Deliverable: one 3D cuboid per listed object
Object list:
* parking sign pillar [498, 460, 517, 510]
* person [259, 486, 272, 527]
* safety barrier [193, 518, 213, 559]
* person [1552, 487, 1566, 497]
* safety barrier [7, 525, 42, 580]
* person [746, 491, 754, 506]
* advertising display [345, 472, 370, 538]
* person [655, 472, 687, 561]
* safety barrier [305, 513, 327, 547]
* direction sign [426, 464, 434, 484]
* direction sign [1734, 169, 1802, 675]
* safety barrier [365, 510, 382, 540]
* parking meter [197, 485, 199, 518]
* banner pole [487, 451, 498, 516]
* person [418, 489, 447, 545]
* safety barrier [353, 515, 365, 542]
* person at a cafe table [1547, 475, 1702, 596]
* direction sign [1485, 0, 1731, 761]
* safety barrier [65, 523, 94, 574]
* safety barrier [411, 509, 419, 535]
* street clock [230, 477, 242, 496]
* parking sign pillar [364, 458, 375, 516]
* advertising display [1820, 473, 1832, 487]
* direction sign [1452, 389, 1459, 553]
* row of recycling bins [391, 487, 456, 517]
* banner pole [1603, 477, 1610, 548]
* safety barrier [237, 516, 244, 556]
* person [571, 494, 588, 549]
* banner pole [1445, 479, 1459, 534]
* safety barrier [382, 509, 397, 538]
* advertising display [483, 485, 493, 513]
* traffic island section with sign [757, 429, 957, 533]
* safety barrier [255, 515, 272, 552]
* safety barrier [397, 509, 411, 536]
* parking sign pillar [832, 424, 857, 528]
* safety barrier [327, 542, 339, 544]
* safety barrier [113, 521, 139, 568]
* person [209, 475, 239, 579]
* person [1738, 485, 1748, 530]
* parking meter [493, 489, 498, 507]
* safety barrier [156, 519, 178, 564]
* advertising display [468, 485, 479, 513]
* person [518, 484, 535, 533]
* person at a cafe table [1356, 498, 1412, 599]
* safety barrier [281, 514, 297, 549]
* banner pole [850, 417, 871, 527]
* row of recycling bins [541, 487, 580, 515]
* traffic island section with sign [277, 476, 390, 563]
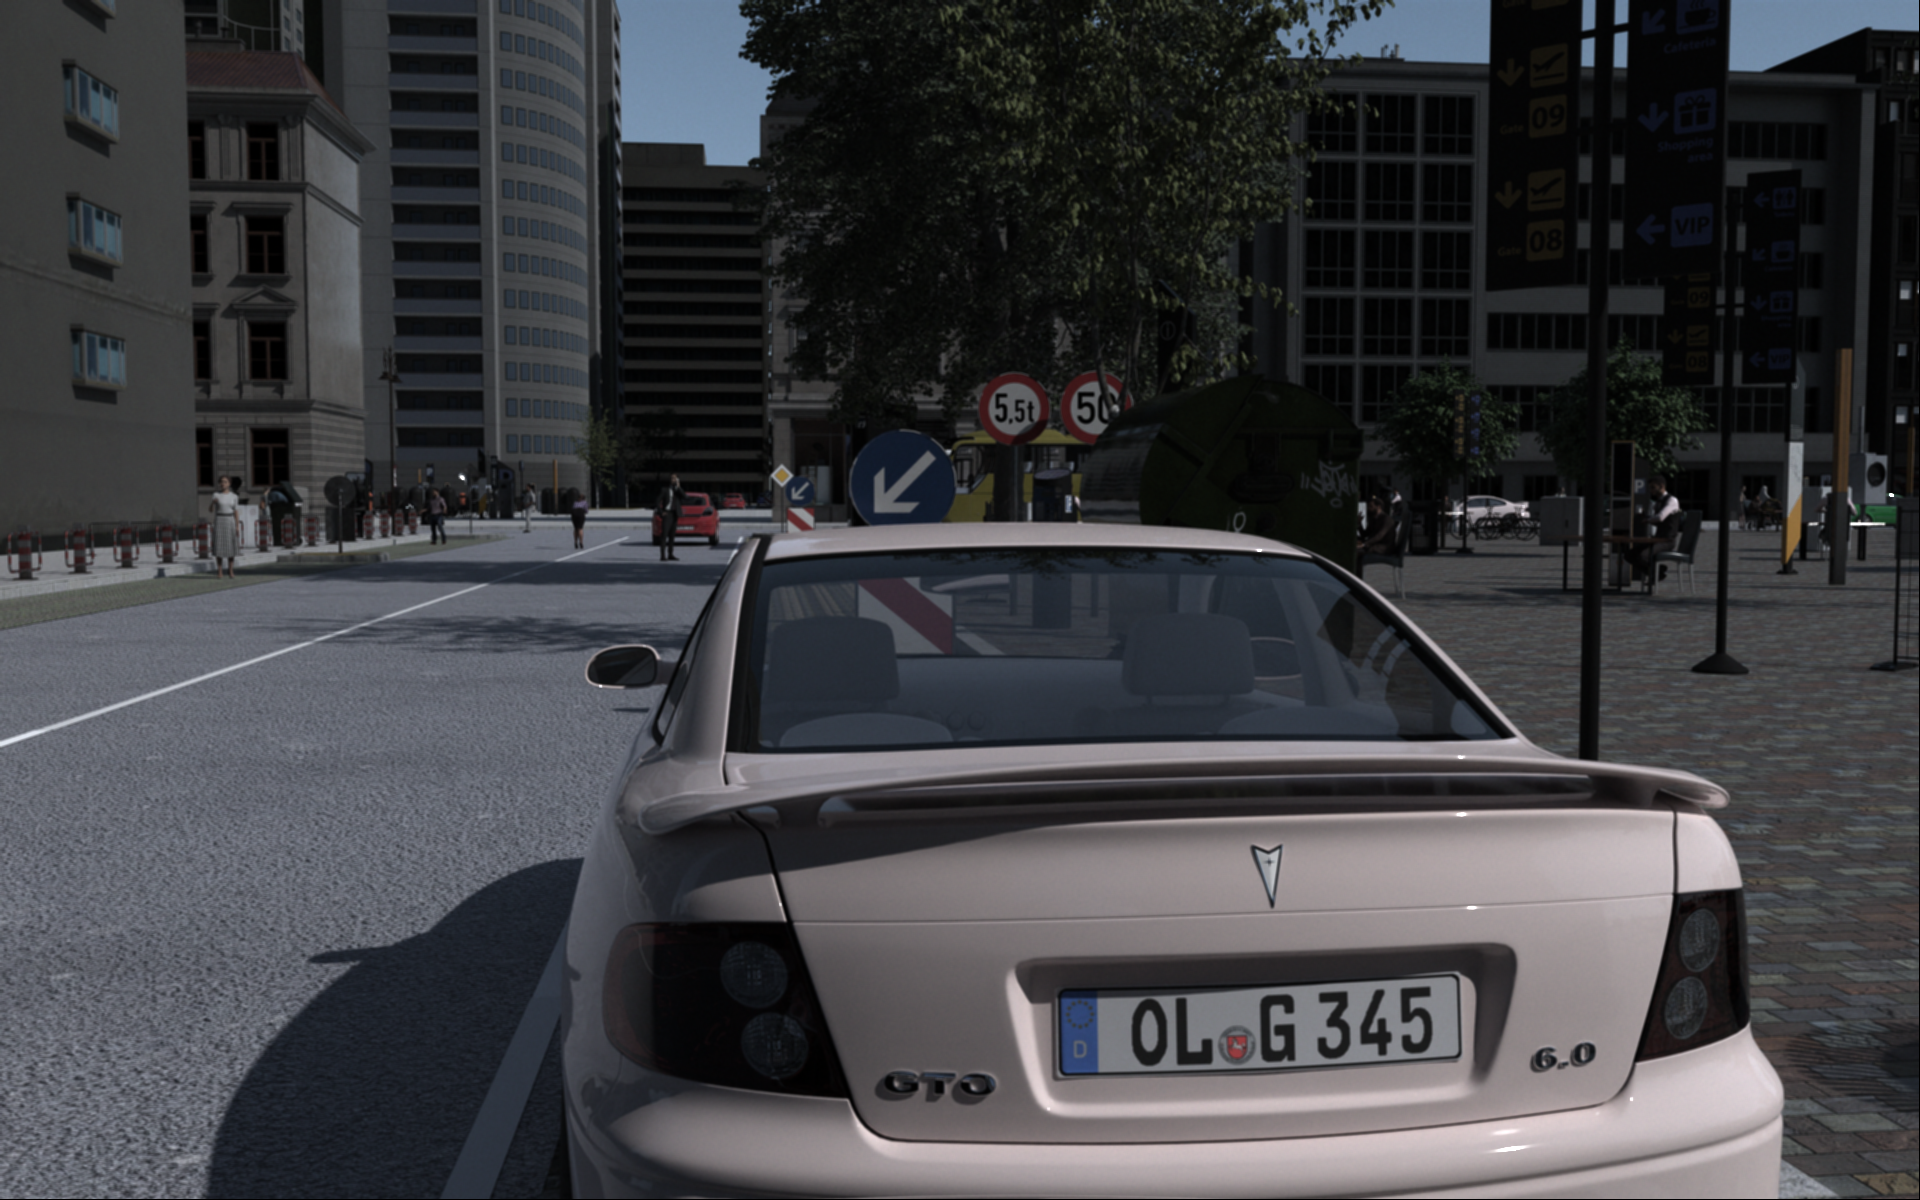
[{"bbox_3d":[-35.569,-9.016,135.887,1.447,3.967,1.447,-1,4,-20],"label":"parking sign pillar"},{"bbox_3d":[-23.421,-2.996,58.495,0.512,1.701,0.522,2,4,24],"label":"person"},{"bbox_3d":[-14.901,-1.213,34.101,0.300,0.817,1.120,0,4,-7],"label":"safety barrier"},{"bbox_3d":[24.702,-3.798,71.321,0.841,1.734,0.376,-1,4,-16],"label":"person"},{"bbox_3d":[-13.942,-0.706,25.824,0.300,0.817,1.120,0,4,-7],"label":"safety barrier"},{"bbox_3d":[-24.928,-12.018,205.077,0.705,1.814,1.350,3,5,40],"label":"person"},{"bbox_3d":[-17.627,-2.781,50.675,0.974,1.923,0.123,2,4,35],"label":"advertising display"},{"bbox_3d":[-6.212,-1.804,37.359,0.648,1.900,0.474,-3,5,-40],"label":"person"},{"bbox_3d":[-15.861,-1.718,42.362,0.300,0.817,1.120,0,4,-7],"label":"safety barrier"},{"bbox_3d":[-39.640,-8.419,129.654,0.876,3.537,0.379,3,4,38],"label":"direction sign"},{"bbox_3d":[5.480,-1.246,12.377,0.876,3.537,0.379,2,4,30],"label":"direction sign"},{"bbox_3d":[-16.576,-2.097,48.561,0.300,0.817,1.120,0,4,-7],"label":"safety barrier"},{"bbox_3d":[-22.105,-2.532,49.809,0.372,1.533,0.369,0,3,0],"label":"parking meter"},{"bbox_3d":[-26.968,-6.712,99.766,0.863,3.779,0.401,1,4,16],"label":"banner pole"},{"bbox_3d":[-14.601,-2.311,48.248,0.963,1.587,0.435,1,4,17],"label":"person"},{"bbox_3d":[-16.338,-1.971,46.494,0.300,0.817,1.120,0,4,-7],"label":"safety barrier"},{"bbox_3d":[8.680,-0.847,22.371,1.622,1.524,1.698,0,4,0],"label":"person at a cafe table"},{"bbox_3d":[2.353,-0.880,6.393,0.876,3.537,0.379,3,5,43],"label":"direction sign"},{"bbox_3d":[-14.182,-0.833,27.901,0.300,0.817,1.120,0,4,-7],"label":"safety barrier"},{"bbox_3d":[-17.301,-2.477,54.770,0.300,0.817,1.120,0,4,-7],"label":"safety barrier"},{"bbox_3d":[-29.997,-4.106,71.710,0.358,2.002,0.471,3,4,38],"label":"street clock"},{"bbox_3d":[-34.587,-6.824,100.044,1.447,3.967,1.447,-1,4,-14],"label":"parking sign pillar"},{"bbox_3d":[27.000,-2.980,53.943,0.123,1.923,0.974,0,4,7],"label":"advertising display"},{"bbox_3d":[10.986,-2.790,37.618,0.876,3.537,0.379,-3,4,-36],"label":"direction sign"},{"bbox_3d":[-29.931,-5.484,96.773,3.534,1.692,1.069,-2,4,-35],"label":"row of recycling bins"},{"bbox_3d":[15.613,-3.157,41.626,0.863,3.779,0.401,0,4,-1],"label":"banner pole"},{"bbox_3d":[-15.142,-1.339,36.166,0.300,0.817,1.120,0,4,-7],"label":"safety barrier"},{"bbox_3d":[-9.982,-2.062,45.445,0.421,1.427,0.697,0,4,3],"label":"person"},{"bbox_3d":[15.788,-4.006,55.519,0.401,3.779,0.863,-1,4,-14],"label":"banner pole"},{"bbox_3d":[-16.819,-2.223,50.626,0.300,0.817,1.120,0,4,-7],"label":"safety barrier"},{"bbox_3d":[-32.818,-7.043,120.364,0.123,1.923,0.974,2,4,27],"label":"advertising display"},{"bbox_3d":[-0.538,-0.169,11.386,1.989,1.847,2.006,0,4,-7],"label":"traffic island section with sign"},{"bbox_3d":[-15.382,-1.465,38.232,0.300,0.817,1.120,0,4,-7],"label":"safety barrier"},{"bbox_3d":[-17.057,-2.350,52.692,0.300,0.817,1.120,0,4,-7],"label":"safety barrier"},{"bbox_3d":[-3.504,-4.199,57.132,1.447,3.967,1.447,0,4,-3],"label":"parking sign pillar"},{"bbox_3d":[-16.102,-1.844,44.428,0.300,0.817,1.120,0,4,-7],"label":"safety barrier"},{"bbox_3d":[-14.424,-0.960,29.968,0.300,0.817,1.120,0,4,-7],"label":"safety barrier"},{"bbox_3d":[-12.350,-1.225,29.106,0.480,1.755,0.524,-2,4,-35],"label":"person"},{"bbox_3d":[31.622,-3.737,69.935,0.374,1.781,0.599,1,4,21],"label":"person"},{"bbox_3d":[-33.637,-7.313,125.278,0.255,1.863,0.399,1,4,21],"label":"parking meter"},{"bbox_3d":[-14.663,-1.086,32.033,0.300,0.817,1.120,0,4,-7],"label":"safety barrier"},{"bbox_3d":[-33.213,-6.924,118.422,0.974,1.923,0.123,2,4,28],"label":"advertising display"},{"bbox_3d":[-16.124,-3.411,64.420,0.789,1.805,0.875,-3,5,-40],"label":"person"},{"bbox_3d":[4.646,-0.638,21.300,1.726,1.238,1.698,0,4,2],"label":"person at a cafe table"},{"bbox_3d":[-15.621,-1.592,40.297,0.300,0.817,1.120,0,4,-7],"label":"safety barrier"},{"bbox_3d":[-2.877,-3.646,49.632,0.863,3.779,0.401,1,4,10],"label":"banner pole"},{"bbox_3d":[-25.252,-6.252,109.336,3.534,1.692,1.069,3,5,42],"label":"row of recycling bins"},{"bbox_3d":[-13.272,-1.728,36.887,1.989,1.847,2.006,0,4,-7],"label":"traffic island section with sign"}]
